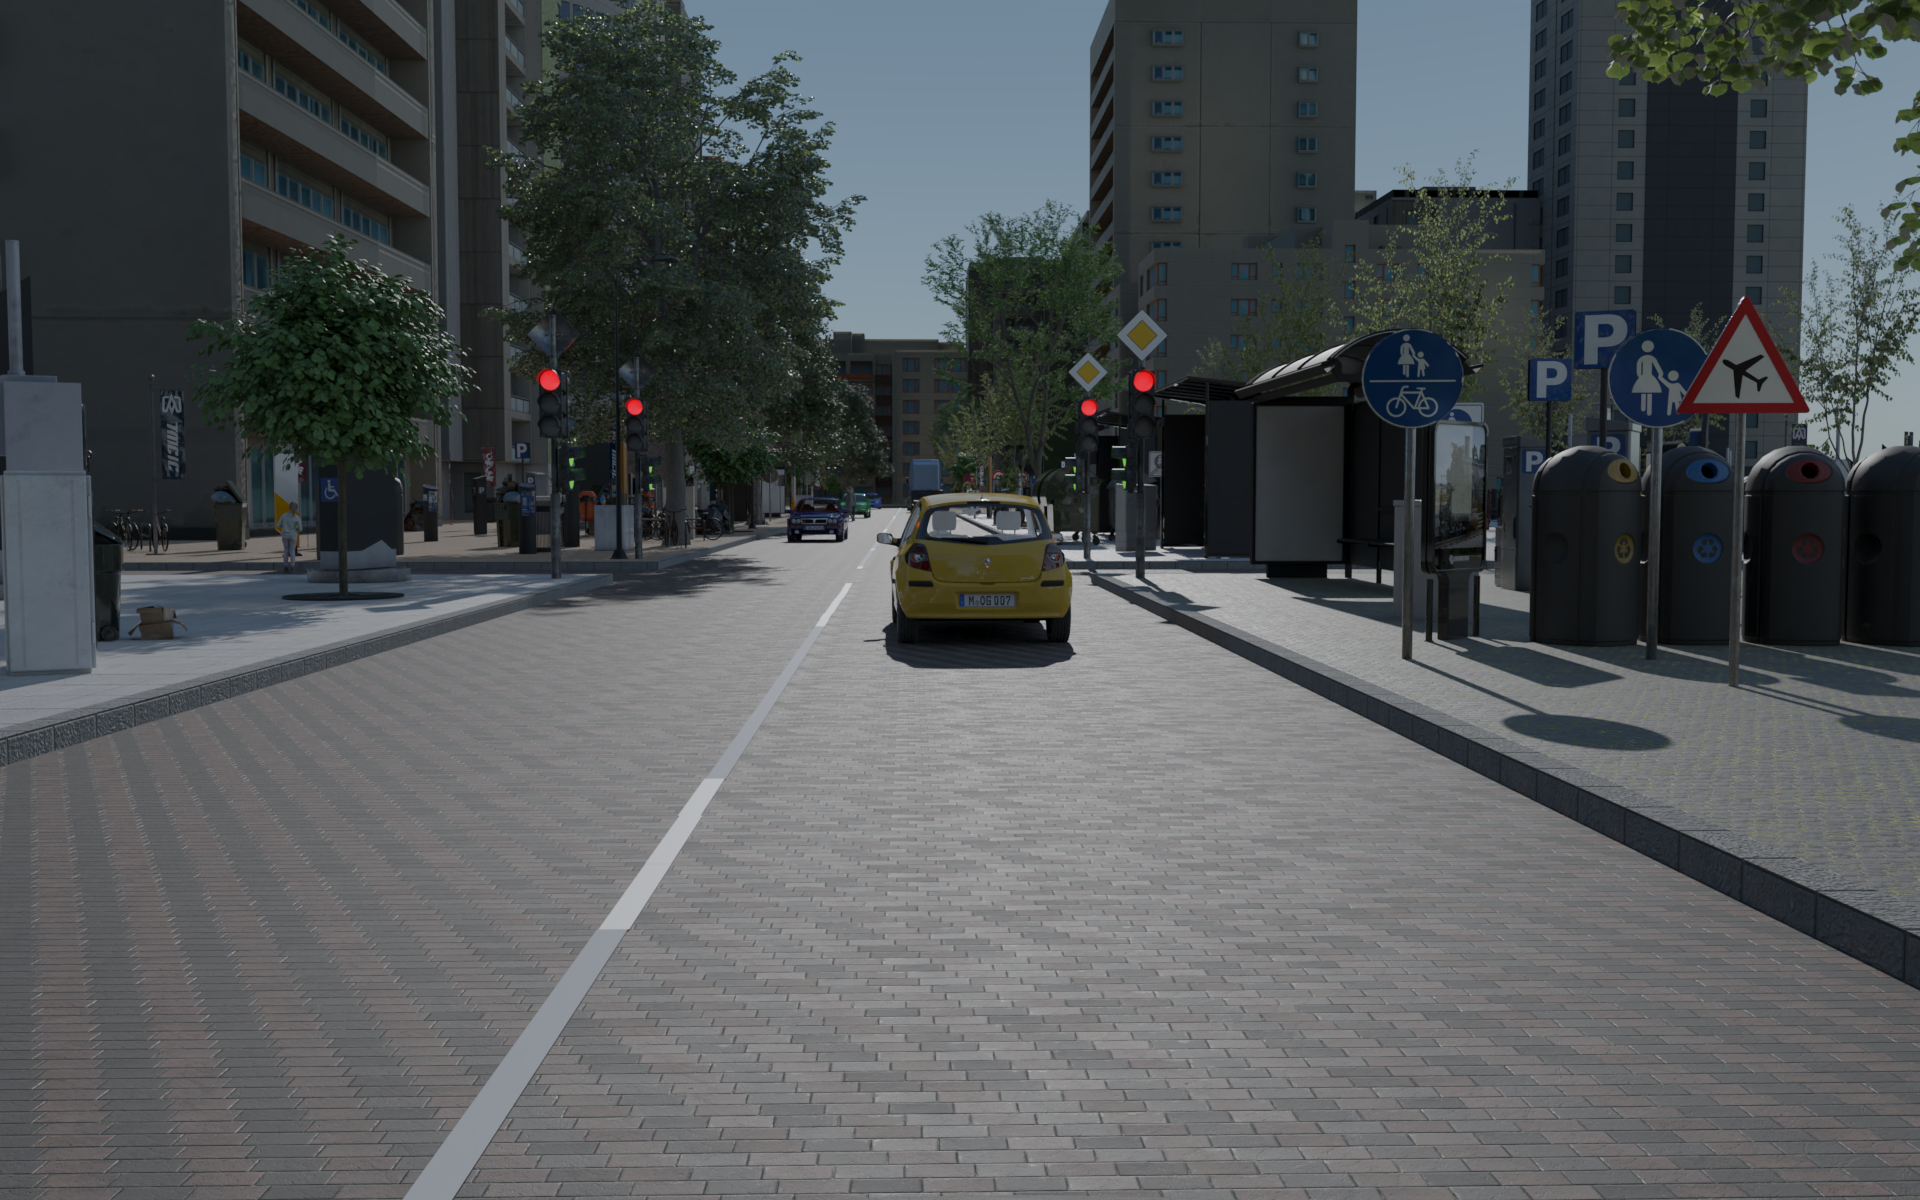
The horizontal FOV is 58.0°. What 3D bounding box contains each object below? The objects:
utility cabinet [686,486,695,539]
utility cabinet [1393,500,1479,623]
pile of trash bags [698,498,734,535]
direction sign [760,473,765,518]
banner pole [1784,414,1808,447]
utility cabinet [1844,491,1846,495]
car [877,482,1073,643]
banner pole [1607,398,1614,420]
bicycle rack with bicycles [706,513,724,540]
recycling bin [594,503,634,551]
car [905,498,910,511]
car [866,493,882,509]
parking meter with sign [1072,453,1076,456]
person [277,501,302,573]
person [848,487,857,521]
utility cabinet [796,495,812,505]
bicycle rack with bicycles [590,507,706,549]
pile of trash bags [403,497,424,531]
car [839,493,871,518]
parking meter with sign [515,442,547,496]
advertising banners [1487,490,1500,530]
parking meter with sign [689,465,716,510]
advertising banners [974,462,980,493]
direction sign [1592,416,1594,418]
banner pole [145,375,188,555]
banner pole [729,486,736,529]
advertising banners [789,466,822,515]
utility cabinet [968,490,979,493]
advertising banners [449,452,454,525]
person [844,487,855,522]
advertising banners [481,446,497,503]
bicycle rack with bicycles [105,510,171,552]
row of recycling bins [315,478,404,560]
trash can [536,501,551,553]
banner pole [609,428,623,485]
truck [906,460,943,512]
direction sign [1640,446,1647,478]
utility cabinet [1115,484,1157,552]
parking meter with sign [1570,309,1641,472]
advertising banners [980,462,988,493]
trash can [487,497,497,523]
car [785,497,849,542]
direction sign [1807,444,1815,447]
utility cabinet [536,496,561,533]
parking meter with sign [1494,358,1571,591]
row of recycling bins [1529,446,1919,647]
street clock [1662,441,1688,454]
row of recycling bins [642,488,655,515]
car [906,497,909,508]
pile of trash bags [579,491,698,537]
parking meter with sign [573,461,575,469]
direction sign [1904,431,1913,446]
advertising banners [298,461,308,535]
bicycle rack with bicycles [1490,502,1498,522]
[{"bbox_3d":[-7.741,-2.490,49.384,0.318,1.500,1.173,0,4,-6],"label":"utility cabinet"},{"bbox_3d":[4.861,-0.399,17.685,0.306,1.237,1.020,-2,4,-24],"label":"utility cabinet"},{"bbox_3d":[-8.891,-2.792,55.394,3.447,1.369,1.912,2,4,24],"label":"pile of trash bags"},{"bbox_3d":[-10.468,-6.077,91.356,0.379,3.537,0.876,-2,4,-26],"label":"direction sign"},{"bbox_3d":[26.044,-3.923,54.163,0.863,3.779,0.401,1,4,10],"label":"banner pole"},{"bbox_3d":[19.017,-1.741,37.138,1.173,1.500,0.318,3,4,37],"label":"utility cabinet"},{"bbox_3d":[0.141,-0.484,18.141,2.015,1.641,3.980,0,4,-3],"label":"car"},{"bbox_3d":[16.685,-3.334,44.529,0.401,3.779,0.863,2,4,31],"label":"banner pole"},{"bbox_3d":[-8.227,-2.067,47.172,2.925,0.926,2.852,1,4,15],"label":"bicycle rack with bicycles"},{"bbox_3d":[-7.852,-1.638,39.336,0.722,1.027,0.722,0,4,7],"label":"recycling bin"},{"bbox_3d":[-3.705,-8.502,150.802,2.131,1.459,4.920,0,4,-2],"label":"car"},{"bbox_3d":[-8.388,-9.482,164.615,1.945,1.707,3.694,0,3,0],"label":"car"},{"bbox_3d":[5.656,-4.725,73.520,1.738,3.016,0.543,1,4,10],"label":"parking meter with sign"},{"bbox_3d":[-12.169,-1.141,31.441,0.425,1.301,0.394,-1,4,-23],"label":"person"},{"bbox_3d":[-5.819,-5.062,91.454,0.709,1.800,0.728,1,4,22],"label":"person"},{"bbox_3d":[-8.222,-4.823,90.018,1.020,1.237,0.306,0,4,-6],"label":"utility cabinet"},{"bbox_3d":[-7.659,-1.743,41.886,2.852,0.926,2.925,0,4,-8],"label":"bicycle rack with bicycles"},{"bbox_3d":[-19.315,-3.049,59.596,1.912,1.369,3.447,0,4,0],"label":"pile of trash bags"},{"bbox_3d":[-6.306,-5.809,103.766,1.959,1.807,4.718,0,3,0],"label":"car"},{"bbox_3d":[-14.462,-3.851,59.224,0.543,3.016,1.738,1,4,20],"label":"parking meter with sign"},{"bbox_3d":[18.846,-4.044,62.300,2.074,3.025,0.090,2,4,25],"label":"advertising banners"},{"bbox_3d":[-15.724,-6.727,106.253,1.738,3.016,0.543,-3,5,-45],"label":"parking meter with sign"},{"bbox_3d":[0.833,-5.889,92.480,0.090,3.025,2.074,0,4,4],"label":"advertising banners"},{"bbox_3d":[18.399,-3.576,50.457,0.379,3.537,0.876,1,4,22],"label":"direction sign"},{"bbox_3d":[-16.742,-2.842,36.491,0.863,3.779,0.401,-2,4,-31],"label":"banner pole"},{"bbox_3d":[-8.558,-4.554,64.471,0.401,3.779,0.863,0,4,-8],"label":"banner pole"},{"bbox_3d":[-9.540,-6.770,106.871,2.074,3.025,0.090,0,4,-6],"label":"advertising banners"},{"bbox_3d":[0.804,-5.830,104.000,0.318,1.500,1.173,1,4,21],"label":"utility cabinet"},{"bbox_3d":[-21.189,-4.643,72.093,0.090,3.025,2.074,-1,4,-13],"label":"advertising banners"},{"bbox_3d":[-5.780,-4.951,89.551,0.767,1.812,0.694,-1,4,-15],"label":"person"},{"bbox_3d":[-16.562,-4.137,63.820,2.074,3.025,0.090,-1,4,-11],"label":"advertising banners"},{"bbox_3d":[-19.197,-1.568,39.025,2.852,0.926,2.925,-2,4,-30],"label":"bicycle rack with bicycles"},{"bbox_3d":[-12.173,-1.711,35.090,1.069,1.692,3.534,0,4,-1],"label":"row of recycling bins"},{"bbox_3d":[-9.250,-1.621,38.162,0.748,1.137,0.748,0,3,0],"label":"trash can"},{"bbox_3d":[-11.468,-4.166,58.128,0.401,3.779,0.863,3,4,37],"label":"banner pole"},{"bbox_3d":[-2.400,-8.559,129.701,2.967,4.110,18.799,0,4,-3],"label":"truck"},{"bbox_3d":[32.502,-5.484,81.657,0.876,3.537,0.379,2,4,35],"label":"direction sign"},{"bbox_3d":[3.894,-1.806,38.204,0.318,1.500,1.173,3,5,40],"label":"utility cabinet"},{"bbox_3d":[6.534,-1.285,17.268,0.543,3.016,1.738,2,4,29],"label":"parking meter with sign"},{"bbox_3d":[1.636,-6.078,95.566,0.090,3.025,2.074,3,4,37],"label":"advertising banners"},{"bbox_3d":[-20.994,-4.026,77.474,0.748,1.137,0.748,0,3,0],"label":"trash can"},{"bbox_3d":[-4.380,-2.503,53.503,1.945,1.354,3.894,0,4,-1],"label":"car"},{"bbox_3d":[38.498,-5.321,78.992,0.876,3.537,0.379,0,4,-3],"label":"direction sign"},{"bbox_3d":[-13.563,-2.782,56.642,1.020,1.237,0.306,-1,4,-18],"label":"utility cabinet"},{"bbox_3d":[7.580,-1.645,23.150,0.543,3.016,1.738,0,3,0],"label":"parking meter with sign"},{"bbox_3d":[6.717,-0.478,14.934,3.534,1.692,1.069,0,4,1],"label":"row of recycling bins"},{"bbox_3d":[9.870,-1.186,23.954,0.471,2.002,0.358,-3,5,-41],"label":"street clock"},{"bbox_3d":[-19.317,-6.041,105.891,1.069,1.692,3.534,0,4,6],"label":"row of recycling bins"},{"bbox_3d":[-4.683,-10.295,180.677,2.083,1.381,4.827,0,4,-3],"label":"car"},{"bbox_3d":[-9.853,-2.603,52.308,3.447,1.369,1.912,0,4,0],"label":"pile of trash bags"},{"bbox_3d":[-20.372,-5.715,89.696,0.543,3.016,1.738,0,4,4],"label":"parking meter with sign"},{"bbox_3d":[34.378,-4.333,62.849,0.876,3.537,0.379,-3,5,-44],"label":"direction sign"},{"bbox_3d":[-15.034,-2.746,41.088,2.074,3.025,0.090,1,4,12],"label":"advertising banners"},{"bbox_3d":[25.225,-4.091,80.274,2.925,0.926,2.852,0,4,4],"label":"bicycle rack with bicycles"}]
